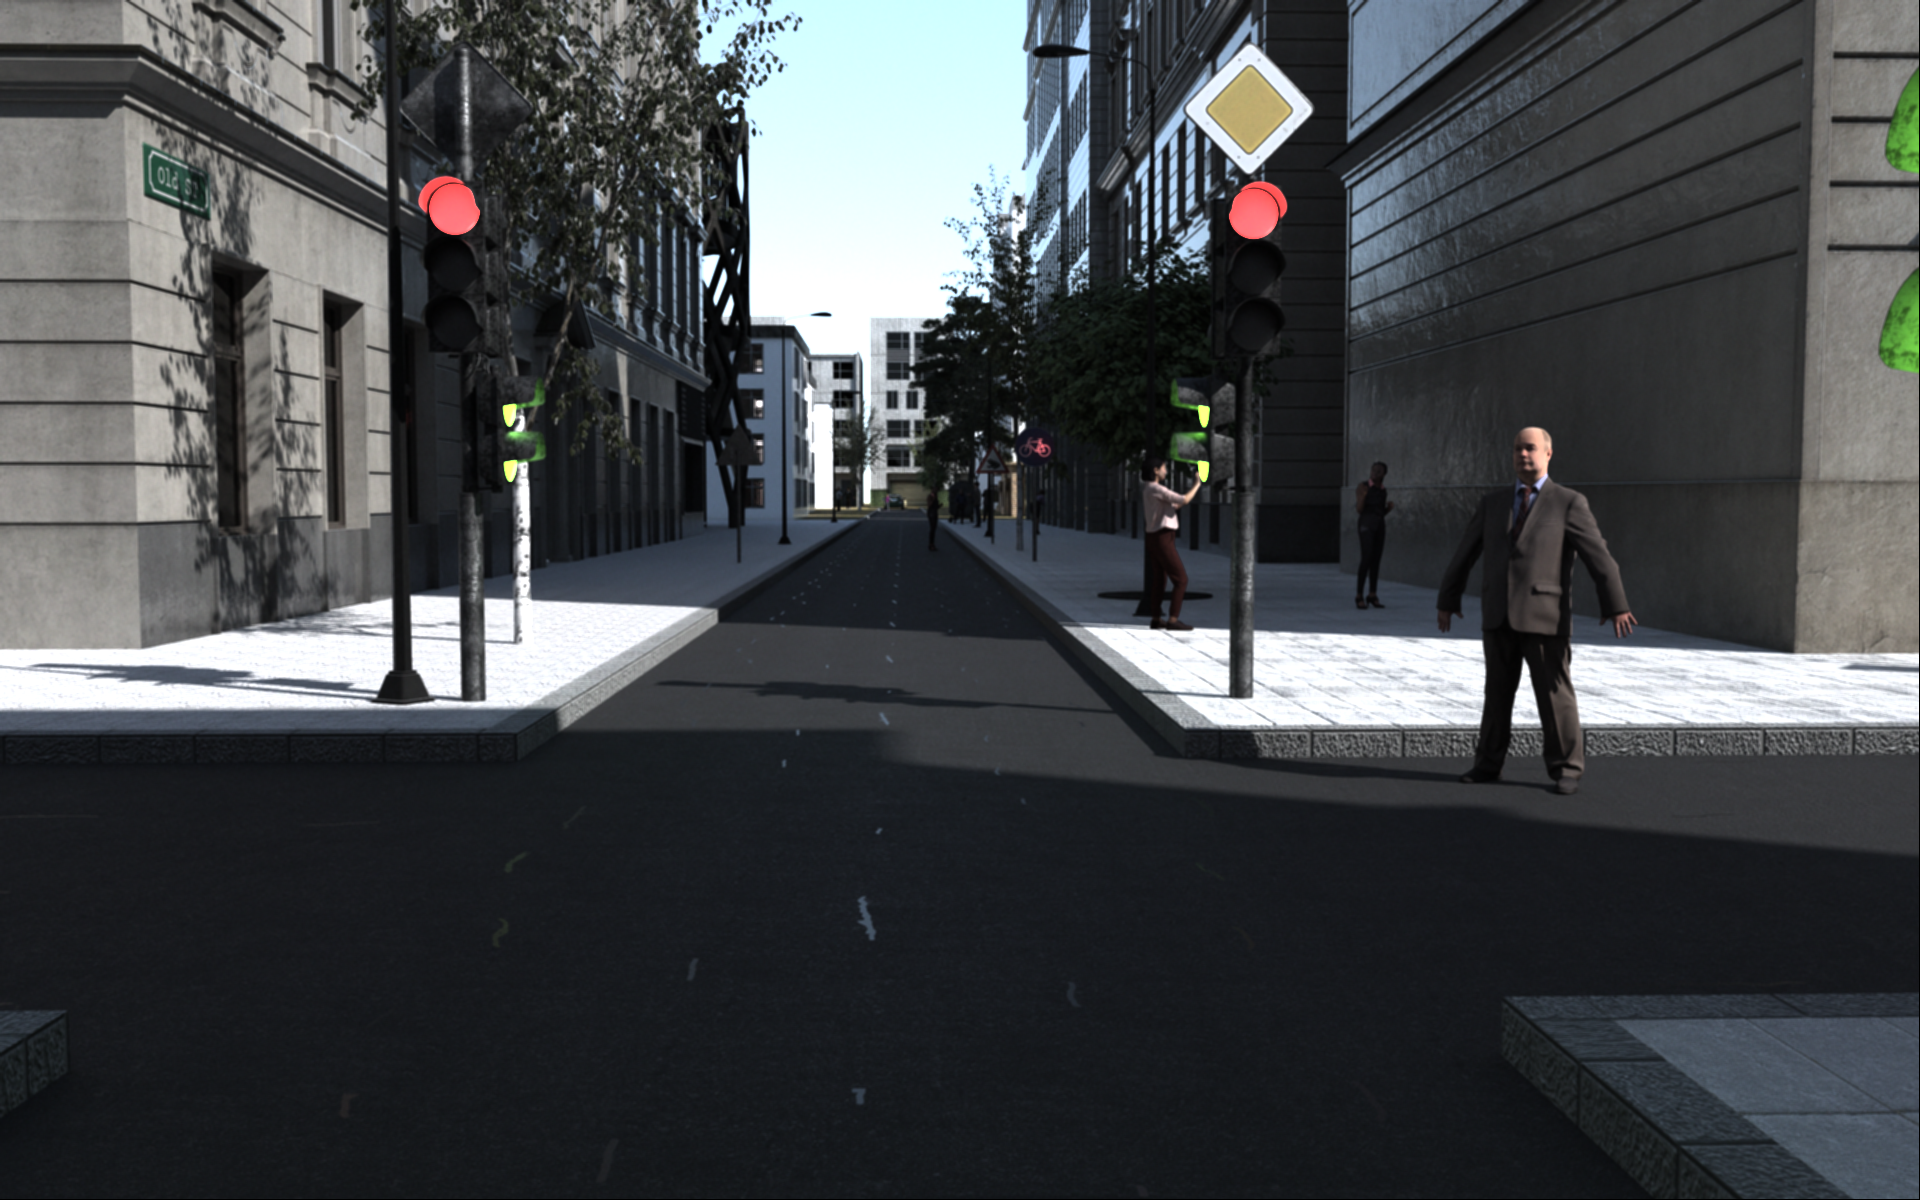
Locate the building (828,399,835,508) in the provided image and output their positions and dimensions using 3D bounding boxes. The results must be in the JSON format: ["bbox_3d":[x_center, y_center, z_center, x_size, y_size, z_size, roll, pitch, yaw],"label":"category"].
[{"bbox_3d":[-25.298,-12.953,153.929,28.070,9.664,9.099,0,4,-2],"label":"building"}]

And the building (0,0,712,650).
[{"bbox_3d":[-15.335,-15.787,34.527,17.030,29.872,44.131,0,4,-2],"label":"building"}]

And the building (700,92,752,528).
[{"bbox_3d":[-16.488,-12.098,65.259,16.820,18.784,16.811,0,4,-2],"label":"building"}]

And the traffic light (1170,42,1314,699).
[{"bbox_3d":[1.754,-1.319,10.810,0.839,4.213,0.868,0,4,-2],"label":"traffic light"}]

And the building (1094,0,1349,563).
[{"bbox_3d":[10.754,-15.061,43.507,12.463,27.353,25.104,0,4,-2],"label":"building"}]

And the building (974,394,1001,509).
[{"bbox_3d":[5.680,-12.453,145.754,9.099,9.664,28.070,0,4,-2],"label":"building"}]

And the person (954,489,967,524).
[{"bbox_3d":[-0.024,-3.978,73.772,0.574,1.496,0.600,1,4,12],"label":"person"}]

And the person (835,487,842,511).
[{"bbox_3d":[-9.207,-7.633,130.832,0.705,1.826,1.348,-2,4,-33],"label":"person"}]

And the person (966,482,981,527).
[{"bbox_3d":[0.506,-3.687,66.853,0.750,1.759,0.617,1,4,18],"label":"person"}]

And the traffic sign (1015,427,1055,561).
[{"bbox_3d":[1.423,-2.007,32.923,0.768,2.556,0.104,0,4,5],"label":"traffic sign"}]

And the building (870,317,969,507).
[{"bbox_3d":[6.458,-19.296,181.944,31.486,18.905,16.747,0,4,-2],"label":"building"}]

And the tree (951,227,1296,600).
[{"bbox_3d":[2.513,-2.312,21.521,4.285,4.588,4.351,0,3,0],"label":"tree"}]

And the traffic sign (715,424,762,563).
[{"bbox_3d":[-4.118,-1.971,32.223,0.884,2.594,0.081,0,4,5],"label":"traffic sign"}]

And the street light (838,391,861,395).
[{"bbox_3d":[-5.163,-6.471,78.341,1.470,5.913,1.316,0,4,-2],"label":"street light"}]

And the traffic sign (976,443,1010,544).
[{"bbox_3d":[0.841,-2.725,44.556,0.884,2.594,0.081,0,4,-1],"label":"traffic sign"}]

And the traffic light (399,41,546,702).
[{"bbox_3d":[-3.004,-1.309,10.641,0.839,4.213,0.868,0,4,-2],"label":"traffic light"}]

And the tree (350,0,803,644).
[{"bbox_3d":[-3.507,-3.928,14.582,4.360,8.622,3.978,0,3,0],"label":"tree"}]

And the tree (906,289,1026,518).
[{"bbox_3d":[0.618,-10.434,92.650,6.751,12.117,7.091,0,3,0],"label":"tree"}]

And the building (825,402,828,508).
[{"bbox_3d":[-15.143,-11.369,128.029,9.099,9.664,28.070,0,4,-2],"label":"building"}]

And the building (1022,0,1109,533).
[{"bbox_3d":[9.086,-17.939,70.797,11.434,29.767,29.804,0,4,-2],"label":"building"}]

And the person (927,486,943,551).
[{"bbox_3d":[-0.635,-2.084,44.043,0.415,1.643,0.593,-1,4,-14],"label":"person"}]

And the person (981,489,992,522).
[{"bbox_3d":[1.276,-4.518,80.592,0.600,1.739,0.565,3,5,45],"label":"person"}]

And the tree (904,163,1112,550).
[{"bbox_3d":[1.579,-5.431,39.163,4.737,8.622,4.395,0,3,0],"label":"tree"}]

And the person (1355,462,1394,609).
[{"bbox_3d":[4.646,-0.728,19.415,0.415,1.643,0.593,1,4,18],"label":"person"}]

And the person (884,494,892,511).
[{"bbox_3d":[-6.148,-8.208,145.923,0.991,1.433,0.599,2,4,31],"label":"person"}]

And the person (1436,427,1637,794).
[{"bbox_3d":[2.773,0.037,8.442,0.990,1.755,0.434,3,5,43],"label":"person"}]

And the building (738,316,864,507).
[{"bbox_3d":[-26.000,-19.183,180.095,31.486,18.905,16.747,0,4,-2],"label":"building"}]

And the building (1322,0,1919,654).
[{"bbox_3d":[20.683,-11.475,20.898,30.059,22.955,16.112,0,4,-2],"label":"building"}]

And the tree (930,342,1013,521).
[{"bbox_3d":[0.699,-8.020,81.485,4.360,8.622,3.978,0,3,0],"label":"tree"}]

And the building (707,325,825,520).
[{"bbox_3d":[-13.193,-9.658,100.059,9.099,9.664,28.070,0,4,-2],"label":"building"}]

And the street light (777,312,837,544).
[{"bbox_3d":[-3.961,-4.389,44.304,1.470,5.913,1.316,0,4,-2],"label":"street light"}]

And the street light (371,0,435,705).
[{"bbox_3d":[-2.899,-2.324,10.534,1.470,5.913,1.316,0,4,-2],"label":"street light"}]

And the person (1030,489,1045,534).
[{"bbox_3d":[2.474,-2.793,54.940,0.421,1.427,0.697,2,4,33],"label":"person"}]

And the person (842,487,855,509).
[{"bbox_3d":[-9.516,-8.674,147.500,1.348,1.869,0.705,2,4,28],"label":"person"}]

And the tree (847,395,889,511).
[{"bbox_3d":[-7.675,-10.826,127.365,4.360,8.622,3.978,0,3,0],"label":"tree"}]

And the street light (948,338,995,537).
[{"bbox_3d":[0.342,-4.850,51.841,1.470,5.913,1.316,0,4,-2],"label":"street light"}]

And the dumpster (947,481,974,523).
[{"bbox_3d":[0.078,-4.419,78.013,1.264,1.857,1.865,0,4,-2],"label":"dumpster"}]

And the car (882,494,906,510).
[{"bbox_3d":[-5.979,-8.883,157.027,2.131,1.459,4.920,0,4,-2],"label":"car"}]

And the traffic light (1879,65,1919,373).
[{"bbox_3d":[2.012,-0.831,2.829,0.839,4.213,0.868,0,4,-2],"label":"traffic light"}]

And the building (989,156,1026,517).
[{"bbox_3d":[10.068,-15.084,103.040,16.016,20.091,11.380,0,4,-2],"label":"building"}]

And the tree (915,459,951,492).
[{"bbox_3d":[-2.284,-10.635,157.589,4.285,4.588,4.351,0,3,0],"label":"tree"}]

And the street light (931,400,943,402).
[{"bbox_3d":[-0.750,-6.916,85.610,1.470,5.913,1.316,0,4,-2],"label":"street light"}]

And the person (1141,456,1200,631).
[{"bbox_3d":[2.009,-0.545,16.416,0.566,1.644,0.517,2,4,33],"label":"person"}]

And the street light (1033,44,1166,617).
[{"bbox_3d":[1.454,-2.785,18.073,1.470,5.913,1.316,0,4,-2],"label":"street light"}]
